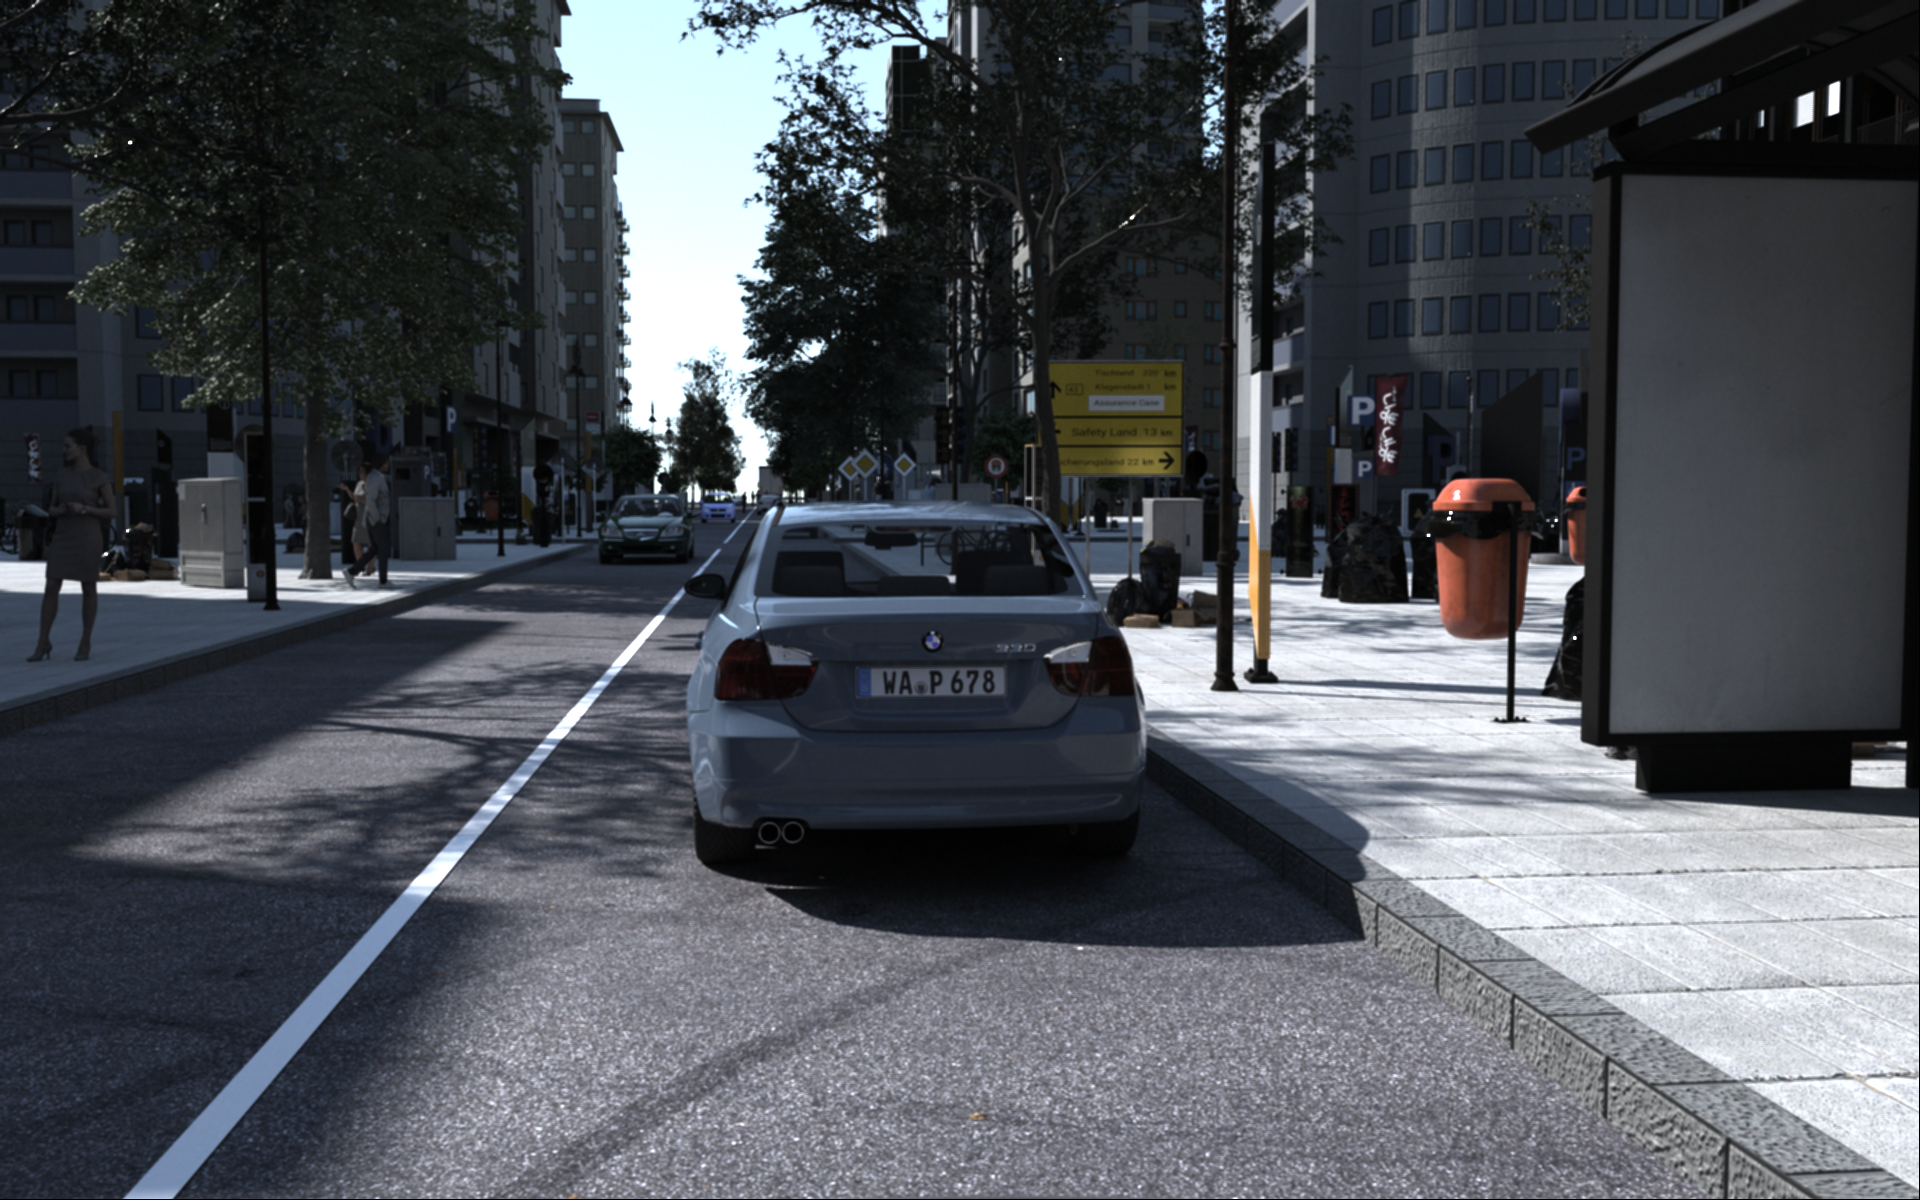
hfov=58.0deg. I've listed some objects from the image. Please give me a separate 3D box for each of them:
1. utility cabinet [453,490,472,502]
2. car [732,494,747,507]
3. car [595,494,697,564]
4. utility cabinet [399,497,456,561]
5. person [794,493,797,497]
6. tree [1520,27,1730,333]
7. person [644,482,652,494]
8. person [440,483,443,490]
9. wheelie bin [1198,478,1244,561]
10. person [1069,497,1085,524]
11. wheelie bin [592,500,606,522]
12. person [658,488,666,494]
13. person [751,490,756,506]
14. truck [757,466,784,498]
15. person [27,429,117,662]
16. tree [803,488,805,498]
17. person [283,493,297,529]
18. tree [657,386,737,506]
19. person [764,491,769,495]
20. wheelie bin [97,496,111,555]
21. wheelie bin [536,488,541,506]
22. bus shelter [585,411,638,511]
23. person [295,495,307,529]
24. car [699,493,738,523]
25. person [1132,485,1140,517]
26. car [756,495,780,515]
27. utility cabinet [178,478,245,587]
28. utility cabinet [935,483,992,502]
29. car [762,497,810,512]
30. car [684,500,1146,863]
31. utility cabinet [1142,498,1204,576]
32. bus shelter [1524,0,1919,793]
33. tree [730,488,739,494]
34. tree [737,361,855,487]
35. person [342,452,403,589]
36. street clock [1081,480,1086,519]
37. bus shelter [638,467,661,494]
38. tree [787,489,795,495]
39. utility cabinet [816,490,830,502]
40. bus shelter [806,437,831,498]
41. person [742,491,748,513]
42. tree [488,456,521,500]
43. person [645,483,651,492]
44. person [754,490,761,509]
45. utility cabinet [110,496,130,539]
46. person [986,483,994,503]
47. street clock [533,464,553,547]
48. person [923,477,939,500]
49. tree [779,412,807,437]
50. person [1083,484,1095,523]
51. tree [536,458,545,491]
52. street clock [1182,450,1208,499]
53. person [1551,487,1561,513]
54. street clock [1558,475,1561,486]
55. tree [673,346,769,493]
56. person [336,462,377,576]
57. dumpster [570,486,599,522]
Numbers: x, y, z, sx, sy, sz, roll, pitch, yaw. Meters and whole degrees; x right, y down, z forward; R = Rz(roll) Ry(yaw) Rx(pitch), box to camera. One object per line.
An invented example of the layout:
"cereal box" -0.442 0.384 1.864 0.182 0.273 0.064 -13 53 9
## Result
"utility cabinet" -25.306 -4.848 87.942 1.173 1.500 0.318 2 4 29
"car" -24.909 -11.179 194.782 2.014 1.417 4.499 0 4 -6
"car" -6.700 -1.557 37.263 2.131 1.459 4.920 0 4 -6
"utility cabinet" -10.311 -1.369 33.546 1.020 1.237 0.306 -2 4 -26
"person" -25.948 -16.419 274.122 0.705 1.869 1.348 1 4 19
"tree" 11.057 -4.712 27.411 4.360 8.622 3.978 0 3 0
"person" -10.484 -3.049 58.381 0.654 1.822 0.581 -1 4 -11
"person" -26.226 -4.966 87.043 0.655 1.846 0.447 0 4 -2
"wheelie bin" 4.967 -1.542 33.126 0.980 1.594 0.693 2 4 35
"person" 4.782 -3.872 74.841 1.012 1.151 0.738 3 5 44
"wheelie bin" -16.603 -4.374 79.428 0.980 1.594 0.693 3 5 42
"person" -20.039 -6.740 116.344 0.635 1.810 0.391 0 4 2
"person" -24.089 -11.841 201.727 0.705 1.869 1.348 1 4 13
"truck" -19.455 -11.571 178.107 2.839 4.237 11.283 0 4 -6
"person" -6.849 -0.426 13.346 0.599 1.781 0.374 0 4 -1
"tree" -17.800 -15.036 196.192 4.737 8.622 4.395 0 3 0
"person" -24.724 -3.272 63.815 0.475 1.303 0.640 1 4 20
"tree" -27.389 -16.361 184.506 9.611 12.733 9.660 0 3 0
"person" -17.846 -9.238 160.063 1.217 1.766 0.721 0 4 3
"wheelie bin" -15.940 -1.455 31.696 0.693 1.594 0.980 2 4 30
"wheelie bin" -21.515 -4.857 87.328 0.980 1.594 0.693 0 4 2
"bus shelter" -17.353 -6.670 86.680 2.179 5.291 8.768 0 4 -6
"person" -16.249 -1.963 42.804 0.373 1.253 0.362 -2 4 -25
"car" -12.185 -4.757 87.369 1.945 1.707 3.694 0 4 -7
"person" 9.907 -5.630 98.490 0.661 1.777 0.834 0 4 -2
"car" -13.229 -6.641 120.943 2.083 1.381 4.827 0 4 -6
"utility cabinet" -10.316 -0.927 23.829 1.173 1.500 0.318 3 4 38
"utility cabinet" 0.070 -1.691 36.325 1.173 1.500 0.318 2 4 24
"car" -5.536 -2.710 56.891 1.945 1.354 3.894 0 4 -5
"car" -0.299 0.240 8.081 2.014 1.417 4.499 0 4 -5
"utility cabinet" 3.354 -0.983 27.239 1.020 1.237 0.306 -2 4 -33
"bus shelter" 3.760 -0.675 4.957 2.014 3.302 5.546 0 4 -6
"tree" -37.013 -17.582 282.060 1.663 3.219 1.824 0 3 0
"tree" -12.397 -13.948 145.058 9.611 12.733 9.660 0 3 0
"person" -7.949 -1.069 23.370 0.795 1.843 0.661 -1 4 -14
"street clock" 6.381 -5.249 90.397 0.358 2.002 0.471 -1 4 -15
"bus shelter" -17.732 -6.255 96.191 2.014 3.302 5.546 0 4 -6
"tree" -24.656 -16.047 256.968 1.663 3.219 1.824 0 3 0
"utility cabinet" -8.153 -5.776 103.122 0.318 1.500 1.173 1 4 23
"bus shelter" -9.766 -8.685 119.625 2.179 5.291 8.768 0 4 -6
"person" -16.074 -7.306 129.415 0.415 1.643 0.593 -1 4 -10
"tree" -23.350 -5.753 88.662 1.663 3.219 1.824 0 3 0
"person" -14.208 -4.474 79.382 0.526 1.800 0.537 1 4 13
"person" -19.047 -9.482 163.538 1.348 1.824 0.705 3 5 39
"utility cabinet" -24.314 -2.344 49.493 1.020 1.237 0.306 -3 4 -36
"person" 0.955 -3.401 62.480 0.563 1.720 0.643 1 4 12
"street clock" -10.042 -2.275 41.773 0.471 2.002 0.358 -1 4 -12
"person" -0.887 -2.793 51.976 0.793 1.790 0.793 0 4 7
"tree" -13.742 -14.349 160.363 9.928 11.665 9.643 0 3 0
"person" 5.646 -4.232 75.992 0.466 1.731 0.760 -1 4 -18
"tree" -22.465 -6.061 93.700 1.663 3.219 1.824 0 3 0
"street clock" 3.864 -1.484 28.830 0.471 2.002 0.358 -2 4 -32
"person" 18.921 -2.933 54.422 0.576 1.772 0.534 -1 4 -21
"street clock" 20.986 -3.393 60.040 0.471 2.002 0.358 2 4 24
"tree" -30.189 -22.190 218.691 12.611 20.169 13.585 0 3 0
"person" -9.415 -1.265 27.087 0.716 1.782 0.532 2 4 32
"dumpster" -16.885 -4.564 77.110 1.502 2.255 1.985 0 4 -6
